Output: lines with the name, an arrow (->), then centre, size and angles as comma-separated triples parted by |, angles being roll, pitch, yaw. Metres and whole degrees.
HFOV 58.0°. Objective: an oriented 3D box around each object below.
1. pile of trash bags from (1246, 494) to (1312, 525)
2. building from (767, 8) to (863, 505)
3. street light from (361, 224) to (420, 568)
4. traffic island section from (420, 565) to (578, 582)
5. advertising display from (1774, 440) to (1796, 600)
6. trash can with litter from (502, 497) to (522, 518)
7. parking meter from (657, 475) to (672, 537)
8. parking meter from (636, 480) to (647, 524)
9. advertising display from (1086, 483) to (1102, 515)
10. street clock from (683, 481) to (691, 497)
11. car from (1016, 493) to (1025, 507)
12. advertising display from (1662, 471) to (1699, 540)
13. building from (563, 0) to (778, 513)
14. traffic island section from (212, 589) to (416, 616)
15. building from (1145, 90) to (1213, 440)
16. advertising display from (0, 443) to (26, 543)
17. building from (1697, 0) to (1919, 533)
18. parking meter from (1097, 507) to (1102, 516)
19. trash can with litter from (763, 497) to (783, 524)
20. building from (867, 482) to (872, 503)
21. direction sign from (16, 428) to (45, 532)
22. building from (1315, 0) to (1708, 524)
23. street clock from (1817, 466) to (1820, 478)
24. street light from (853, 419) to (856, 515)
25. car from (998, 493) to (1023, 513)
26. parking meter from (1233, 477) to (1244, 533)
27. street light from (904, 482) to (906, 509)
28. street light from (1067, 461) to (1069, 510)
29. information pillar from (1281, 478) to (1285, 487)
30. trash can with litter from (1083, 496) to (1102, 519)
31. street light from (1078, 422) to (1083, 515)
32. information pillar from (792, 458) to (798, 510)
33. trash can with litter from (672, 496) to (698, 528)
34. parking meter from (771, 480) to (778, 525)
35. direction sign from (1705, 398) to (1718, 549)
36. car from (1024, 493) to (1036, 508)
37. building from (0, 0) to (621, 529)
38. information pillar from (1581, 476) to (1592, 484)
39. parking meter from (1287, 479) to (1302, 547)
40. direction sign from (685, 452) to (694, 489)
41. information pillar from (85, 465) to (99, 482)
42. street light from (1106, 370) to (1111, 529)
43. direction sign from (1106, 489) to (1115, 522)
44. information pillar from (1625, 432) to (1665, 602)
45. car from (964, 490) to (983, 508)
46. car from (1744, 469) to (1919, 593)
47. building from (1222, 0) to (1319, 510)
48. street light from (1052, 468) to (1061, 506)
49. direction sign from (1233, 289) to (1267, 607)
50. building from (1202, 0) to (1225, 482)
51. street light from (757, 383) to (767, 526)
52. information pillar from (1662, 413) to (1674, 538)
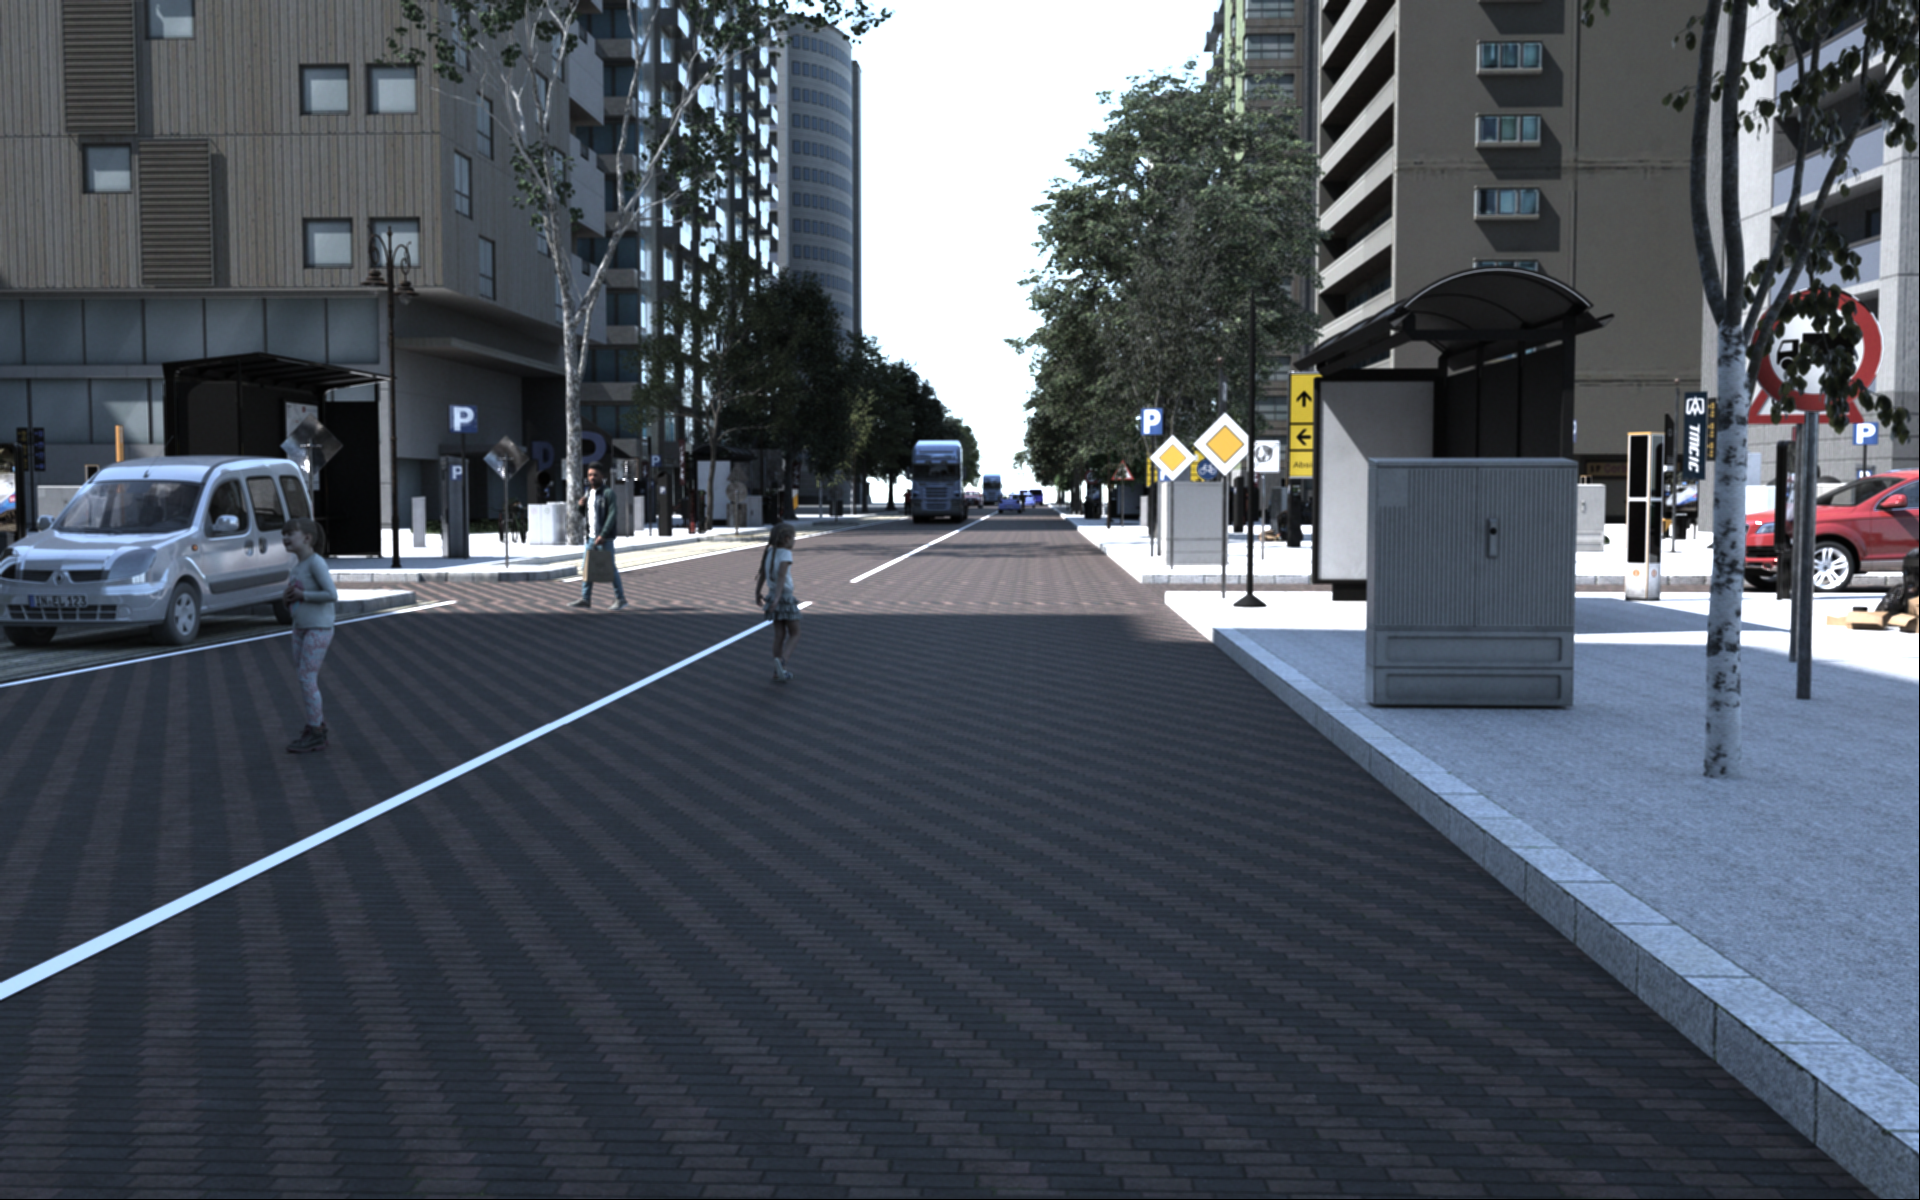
pile of trash bags -> 13.275, -3.866, 72.954 | 3.447, 1.369, 1.912 | 0, 4, -1
building -> -23.856, -41.061, 213.350 | 21.231, 58.520, 28.212 | 0, 4, 2
street light -> -9.825, -3.500, 30.009 | 0.468, 5.910, 1.993 | 0, 4, 2
traffic island section -> -7.788, -0.454, 29.706 | 2.009, 0.180, 2.903 | 0, 4, 2
advertising display -> 10.171, -0.977, 21.184 | 0.123, 1.923, 0.974 | 3, 5, 41
trash can with litter -> -16.414, -3.135, 62.647 | 0.624, 1.170, 1.055 | 3, 4, 38
parking meter -> -8.924, -2.852, 52.336 | 0.399, 1.863, 0.255 | 2, 4, 23
parking meter -> -13.437, -4.122, 73.102 | 0.399, 1.863, 0.255 | -3, 4, -36
advertising display -> 7.214, -5.378, 93.138 | 0.974, 1.923, 0.123 | 3, 5, 40
street clock -> -14.733, -5.455, 93.765 | 0.358, 2.002, 0.471 | 2, 4, 30
car -> 6.263, -11.022, 189.808 | 1.945, 1.707, 3.694 | 0, 4, 2
advertising display -> 20.122, -2.641, 48.400 | 0.974, 1.923, 0.123 | 0, 4, 2
building -> -28.094, -32.487, 150.766 | 23.786, 49.044, 30.456 | 0, 4, 2
traffic island section -> -8.130, 0.034, 21.728 | 2.009, 0.180, 2.903 | 0, 4, 2
building -> 38.198, -38.797, 223.566 | 28.713, 52.752, 27.495 | 0, 4, 2
advertising display -> -12.310, -1.029, 22.036 | 0.974, 1.923, 0.123 | 1, 4, 18
building -> 38.658, -30.931, 47.715 | 28.212, 58.520, 21.231 | 0, 4, 2
parking meter -> 8.248, -5.776, 102.849 | 0.372, 1.533, 0.369 | 0, 3, 0
trash can with litter -> -8.059, -3.830, 74.000 | 0.624, 1.170, 1.055 | 2, 4, 34
building -> -28.984, -33.541, 240.271 | 32.217, 40.220, 23.993 | 0, 4, 2
direction sign -> -31.666, -4.104, 59.092 | 0.876, 3.537, 0.379 | 0, 4, -7
building -> 29.496, -28.054, 82.390 | 21.300, 48.544, 21.600 | 0, 4, 2
street clock -> 21.425, -2.384, 43.556 | 0.358, 2.002, 0.471 | 1, 4, 13
street light -> -6.470, -8.174, 106.427 | 0.468, 5.910, 1.993 | 0, 4, 2
car -> 3.794, -7.402, 130.610 | 1.945, 1.707, 3.694 | 0, 4, 4
parking meter -> 9.302, -3.188, 57.838 | 0.255, 1.863, 0.399 | -1, 4, -11
street light -> -4.679, -10.685, 147.488 | 0.468, 5.910, 1.993 | 0, 4, 2
street light -> 8.679, -10.185, 139.308 | 0.468, 5.910, 1.993 | 0, 4, 2
information pillar -> 14.982, -4.611, 79.885 | 0.304, 2.012, 0.304 | 3, 4, 36
trash can with litter -> 6.816, -4.727, 88.668 | 1.055, 1.170, 0.624 | 3, 5, 43
street light -> 7.290, -8.011, 103.765 | 0.468, 5.910, 1.993 | 0, 4, 2
information pillar -> -9.620, -6.652, 100.110 | 0.504, 3.616, 0.183 | -1, 4, -20
trash can with litter -> -10.376, -3.343, 65.721 | 1.678, 1.210, 2.233 | -1, 4, -17
parking meter -> -7.576, -3.982, 70.818 | 0.255, 1.863, 0.399 | 0, 4, -5
direction sign -> 17.730, -2.973, 40.610 | 0.379, 3.537, 0.876 | 0, 4, -5
car -> 6.887, -10.352, 178.850 | 1.945, 1.707, 3.694 | 0, 4, 2
building -> -31.265, -29.661, 74.199 | 28.713, 52.752, 27.495 | 0, 4, 2
information pillar -> 25.095, -3.974, 69.466 | 0.304, 2.012, 0.304 | -1, 4, -19
parking meter -> 8.062, -2.206, 41.779 | 0.255, 1.863, 0.399 | 0, 4, -5
direction sign -> -14.328, -6.138, 92.347 | 0.876, 3.537, 0.379 | 0, 4, 4
information pillar -> -21.910, -2.403, 43.776 | 0.304, 2.012, 0.304 | -2, 4, -30
street light -> 5.476, -5.553, 63.581 | 0.468, 5.910, 1.993 | 0, 4, 2
direction sign -> 6.912, -5.349, 79.450 | 0.379, 3.537, 0.876 | 0, 4, -1
information pillar -> 8.214, -0.996, 20.784 | 0.304, 2.012, 0.304 | -3, 4, -36
car -> 1.246, -10.270, 176.590 | 2.281, 1.827, 5.304 | 0, 4, 4
car -> 13.948, -1.028, 25.479 | 5.304, 1.827, 2.281 | 0, 4, 1
building -> 26.608, -27.314, 130.185 | 14.154, 41.232, 14.086 | 0, 4, 2
street light -> 12.383, -15.285, 222.697 | 0.468, 5.910, 1.993 | 0, 4, 2
direction sign -> 3.306, -1.692, 19.657 | 0.379, 3.537, 0.876 | 1, 4, 10
building -> 33.062, -32.561, 151.977 | 23.786, 49.044, 30.456 | 0, 4, 2
street light -> -8.048, -5.958, 70.195 | 0.468, 5.910, 1.993 | 0, 4, 2
information pillar -> 20.565, -3.599, 50.197 | 0.504, 3.616, 0.183 | -2, 4, -33
